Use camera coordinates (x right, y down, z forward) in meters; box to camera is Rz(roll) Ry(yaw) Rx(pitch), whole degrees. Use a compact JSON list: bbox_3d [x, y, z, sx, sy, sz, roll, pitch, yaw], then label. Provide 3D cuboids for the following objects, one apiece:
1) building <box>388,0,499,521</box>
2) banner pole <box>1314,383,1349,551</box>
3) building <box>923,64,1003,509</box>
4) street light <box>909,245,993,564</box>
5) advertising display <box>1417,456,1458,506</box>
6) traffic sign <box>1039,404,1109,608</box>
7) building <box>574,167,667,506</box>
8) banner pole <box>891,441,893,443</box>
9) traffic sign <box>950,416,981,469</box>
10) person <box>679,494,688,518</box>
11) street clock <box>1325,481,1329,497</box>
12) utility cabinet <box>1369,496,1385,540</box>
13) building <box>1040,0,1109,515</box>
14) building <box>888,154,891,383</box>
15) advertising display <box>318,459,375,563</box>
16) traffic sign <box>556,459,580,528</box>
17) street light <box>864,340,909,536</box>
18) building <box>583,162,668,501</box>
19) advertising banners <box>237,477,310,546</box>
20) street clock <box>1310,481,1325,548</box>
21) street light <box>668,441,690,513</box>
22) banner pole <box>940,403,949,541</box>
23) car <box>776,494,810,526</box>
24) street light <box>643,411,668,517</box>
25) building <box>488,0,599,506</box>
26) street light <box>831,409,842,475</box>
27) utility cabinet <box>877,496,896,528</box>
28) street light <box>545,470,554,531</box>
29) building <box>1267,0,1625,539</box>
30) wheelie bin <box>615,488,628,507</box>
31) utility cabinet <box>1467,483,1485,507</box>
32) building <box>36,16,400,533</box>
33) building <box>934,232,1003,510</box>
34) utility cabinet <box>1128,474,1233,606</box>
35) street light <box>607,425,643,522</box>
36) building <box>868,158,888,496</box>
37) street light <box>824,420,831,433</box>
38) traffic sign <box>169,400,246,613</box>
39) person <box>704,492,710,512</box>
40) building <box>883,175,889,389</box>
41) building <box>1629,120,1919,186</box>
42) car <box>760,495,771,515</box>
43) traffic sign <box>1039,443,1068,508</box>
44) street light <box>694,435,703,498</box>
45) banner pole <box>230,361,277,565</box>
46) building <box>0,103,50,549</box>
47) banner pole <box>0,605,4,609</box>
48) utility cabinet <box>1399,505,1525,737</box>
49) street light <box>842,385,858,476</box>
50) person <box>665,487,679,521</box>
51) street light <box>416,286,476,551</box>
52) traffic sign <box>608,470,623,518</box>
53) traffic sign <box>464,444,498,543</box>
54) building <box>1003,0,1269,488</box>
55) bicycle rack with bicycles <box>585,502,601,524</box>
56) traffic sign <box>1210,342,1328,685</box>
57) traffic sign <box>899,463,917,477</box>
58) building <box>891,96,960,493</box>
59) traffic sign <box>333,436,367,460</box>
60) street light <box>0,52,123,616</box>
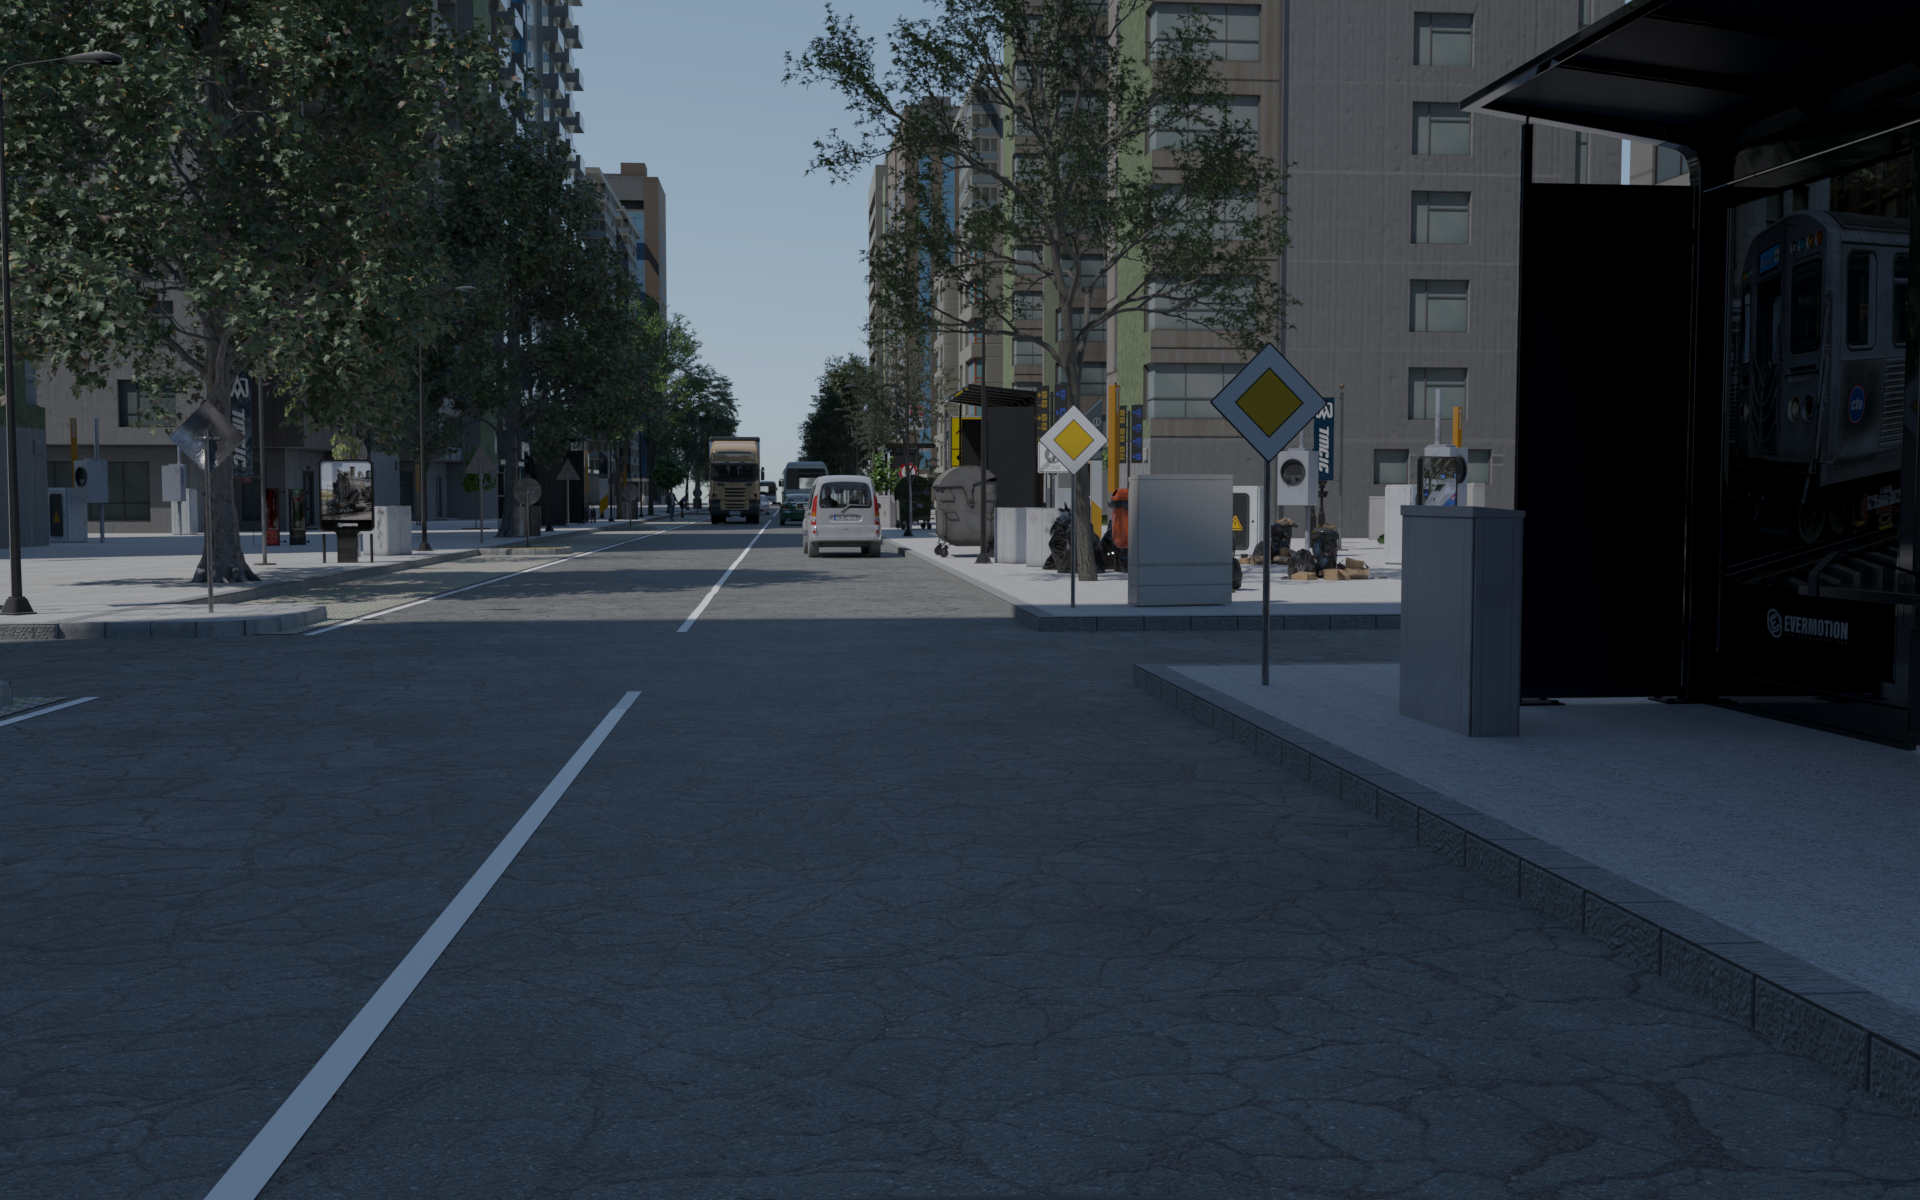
[{"bbox_3d":[-30.774,-24.437,83.144,14.154,41.232,14.086,0,4,-6],"label":"building"},{"bbox_3d":[8.428,-3.019,39.378,0.863,3.779,0.401,1,4,22],"label":"banner pole"},{"bbox_3d":[12.731,-28.151,152.155,32.217,40.220,23.993,0,4,-6],"label":"building"},{"bbox_3d":[-0.106,-3.623,31.781,1.470,5.913,1.316,0,4,-6],"label":"street light"},{"bbox_3d":[8.132,-1.487,29.529,0.974,1.923,0.123,-3,4,-38],"label":"advertising display"},{"bbox_3d":[1.273,-0.971,19.515,0.795,2.450,0.064,0,4,-6],"label":"traffic sign"},{"bbox_3d":[-53.547,-32.169,217.849,32.217,40.220,23.993,0,4,-6],"label":"building"},{"bbox_3d":[-3.377,-5.583,81.293,0.863,3.779,0.401,2,4,31],"label":"banner pole"},{"bbox_3d":[0.879,-3.122,44.920,2.265,3.308,0.079,0,4,3],"label":"traffic sign"},{"bbox_3d":[-16.784,-5.714,105.161,0.421,1.427,0.697,2,4,34],"label":"person"},{"bbox_3d":[9.377,-2.467,44.899,0.358,2.002,0.471,0,4,5],"label":"street clock"},{"bbox_3d":[11.933,-2.273,48.324,1.020,1.237,0.306,1,4,14],"label":"utility cabinet"},{"bbox_3d":[10.974,-19.391,88.744,14.160,30.474,14.107,0,4,-6],"label":"building"},{"bbox_3d":[-1.385,-34.267,210.369,14.600,45.320,14.200,0,4,-6],"label":"building"},{"bbox_3d":[-11.403,-1.652,32.219,0.974,1.923,0.123,-1,4,-8],"label":"advertising display"},{"bbox_3d":[-14.680,-3.966,64.843,0.884,2.594,0.081,0,4,1],"label":"traffic sign"},{"bbox_3d":[-2.113,-4.878,52.294,1.470,5.913,1.316,0,4,-6],"label":"street light"},{"bbox_3d":[-47.617,-35.921,237.420,14.600,45.320,14.200,0,4,-6],"label":"building"},{"bbox_3d":[-17.028,-2.850,42.793,0.090,3.025,2.074,2,4,34],"label":"advertising banners"},{"bbox_3d":[8.361,-2.232,41.057,0.358,2.002,0.471,0,4,4],"label":"street clock"},{"bbox_3d":[-19.035,-8.774,116.000,1.470,5.913,1.316,0,4,-6],"label":"street light"},{"bbox_3d":[-0.357,-3.509,47.384,0.401,3.779,0.863,0,4,-7],"label":"banner pole"},{"bbox_3d":[-7.463,-4.198,80.441,2.131,1.459,4.920,0,4,-6],"label":"car"},{"bbox_3d":[-17.014,-7.505,95.251,1.470,5.913,1.316,0,4,-6],"label":"street light"},{"bbox_3d":[-41.674,-31.596,136.200,23.786,49.044,30.456,0,4,-6],"label":"building"},{"bbox_3d":[-6.122,-7.445,94.261,1.470,5.913,1.316,0,4,-6],"label":"street light"},{"bbox_3d":[-2.858,-3.358,66.069,0.306,1.237,1.020,-3,4,-37],"label":"utility cabinet"},{"bbox_3d":[-13.574,-5.313,59.413,1.470,5.913,1.316,0,4,-6],"label":"street light"},{"bbox_3d":[11.747,-22.763,55.778,14.154,41.232,14.086,0,4,-6],"label":"building"},{"bbox_3d":[-18.034,-5.194,92.824,0.980,1.594,0.693,0,4,8],"label":"wheelie bin"},{"bbox_3d":[10.181,-1.580,34.515,0.318,1.500,1.173,2,4,26],"label":"utility cabinet"},{"bbox_3d":[-28.908,-17.724,61.494,14.160,30.474,14.107,0,4,-6],"label":"building"},{"bbox_3d":[13.089,-17.188,126.064,27.650,21.520,28.899,0,4,-6],"label":"building"},{"bbox_3d":[2.521,-0.683,19.850,1.173,1.500,0.318,-1,4,-17],"label":"utility cabinet"},{"bbox_3d":[-15.610,-6.578,80.085,1.470,5.913,1.316,0,4,-6],"label":"street light"},{"bbox_3d":[-1.652,-37.874,242.935,21.300,48.544,21.600,0,4,-6],"label":"building"},{"bbox_3d":[-7.617,-8.298,108.208,1.470,5.913,1.316,0,4,-6],"label":"street light"},{"bbox_3d":[-8.079,-0.917,18.627,0.795,2.450,0.064,0,4,-6],"label":"traffic sign"},{"bbox_3d":[-20.017,-7.952,139.224,1.217,1.735,0.721,-1,4,-21],"label":"person"},{"bbox_3d":[-3.050,-33.111,224.956,14.154,41.232,14.086,0,4,-6],"label":"building"},{"bbox_3d":[30.215,-36.725,38.711,20.611,71.187,20.563,0,4,-6],"label":"building"},{"bbox_3d":[-14.213,-6.644,120.995,2.083,1.381,4.827,0,4,-6],"label":"car"},{"bbox_3d":[1.846,-1.964,34.236,0.606,2.300,0.079,0,4,1],"label":"traffic sign"},{"bbox_3d":[-20.988,-10.061,137.036,1.470,5.913,1.316,0,4,-6],"label":"street light"},{"bbox_3d":[-12.760,-2.512,31.081,0.863,3.779,0.401,-3,4,-36],"label":"banner pole"},{"bbox_3d":[-28.960,-21.451,34.326,14.154,41.232,14.086,0,4,-6],"label":"building"},{"bbox_3d":[-10.754,-1.779,19.096,0.401,3.779,0.863,-3,4,-38],"label":"banner pole"},{"bbox_3d":[2.772,0.095,9.617,0.306,1.237,1.020,0,4,-7],"label":"utility cabinet"},{"bbox_3d":[-4.170,-6.190,73.743,1.470,5.913,1.316,0,4,-6],"label":"street light"},{"bbox_3d":[-15.074,-4.993,90.483,0.721,1.781,0.623,3,4,36],"label":"person"},{"bbox_3d":[-11.500,-4.054,38.821,1.470,5.913,1.316,0,4,-6],"label":"street light"},{"bbox_3d":[-18.362,-5.628,92.017,0.884,2.594,0.081,0,4,2],"label":"traffic sign"},{"bbox_3d":[-12.465,-2.757,45.079,0.884,2.594,0.081,0,4,4],"label":"traffic sign"},{"bbox_3d":[9.344,-25.670,103.303,14.154,41.232,14.086,0,4,-6],"label":"building"},{"bbox_3d":[-17.035,-3.860,76.499,2.852,0.926,2.925,0,4,3],"label":"bicycle rack with bicycles"},{"bbox_3d":[2.048,-0.485,11.567,0.795,2.450,0.064,0,4,-6],"label":"traffic sign"},{"bbox_3d":[-2.098,-4.304,70.474,0.768,2.556,0.104,0,4,4],"label":"traffic sign"},{"bbox_3d":[0.190,-33.405,196.282,14.600,45.320,14.200,0,4,-6],"label":"building"},{"bbox_3d":[-13.360,-2.314,37.941,0.768,2.556,0.104,0,4,2],"label":"traffic sign"},{"bbox_3d":[-9.498,-2.799,18.307,1.470,5.913,1.316,0,4,-6],"label":"street light"}]
